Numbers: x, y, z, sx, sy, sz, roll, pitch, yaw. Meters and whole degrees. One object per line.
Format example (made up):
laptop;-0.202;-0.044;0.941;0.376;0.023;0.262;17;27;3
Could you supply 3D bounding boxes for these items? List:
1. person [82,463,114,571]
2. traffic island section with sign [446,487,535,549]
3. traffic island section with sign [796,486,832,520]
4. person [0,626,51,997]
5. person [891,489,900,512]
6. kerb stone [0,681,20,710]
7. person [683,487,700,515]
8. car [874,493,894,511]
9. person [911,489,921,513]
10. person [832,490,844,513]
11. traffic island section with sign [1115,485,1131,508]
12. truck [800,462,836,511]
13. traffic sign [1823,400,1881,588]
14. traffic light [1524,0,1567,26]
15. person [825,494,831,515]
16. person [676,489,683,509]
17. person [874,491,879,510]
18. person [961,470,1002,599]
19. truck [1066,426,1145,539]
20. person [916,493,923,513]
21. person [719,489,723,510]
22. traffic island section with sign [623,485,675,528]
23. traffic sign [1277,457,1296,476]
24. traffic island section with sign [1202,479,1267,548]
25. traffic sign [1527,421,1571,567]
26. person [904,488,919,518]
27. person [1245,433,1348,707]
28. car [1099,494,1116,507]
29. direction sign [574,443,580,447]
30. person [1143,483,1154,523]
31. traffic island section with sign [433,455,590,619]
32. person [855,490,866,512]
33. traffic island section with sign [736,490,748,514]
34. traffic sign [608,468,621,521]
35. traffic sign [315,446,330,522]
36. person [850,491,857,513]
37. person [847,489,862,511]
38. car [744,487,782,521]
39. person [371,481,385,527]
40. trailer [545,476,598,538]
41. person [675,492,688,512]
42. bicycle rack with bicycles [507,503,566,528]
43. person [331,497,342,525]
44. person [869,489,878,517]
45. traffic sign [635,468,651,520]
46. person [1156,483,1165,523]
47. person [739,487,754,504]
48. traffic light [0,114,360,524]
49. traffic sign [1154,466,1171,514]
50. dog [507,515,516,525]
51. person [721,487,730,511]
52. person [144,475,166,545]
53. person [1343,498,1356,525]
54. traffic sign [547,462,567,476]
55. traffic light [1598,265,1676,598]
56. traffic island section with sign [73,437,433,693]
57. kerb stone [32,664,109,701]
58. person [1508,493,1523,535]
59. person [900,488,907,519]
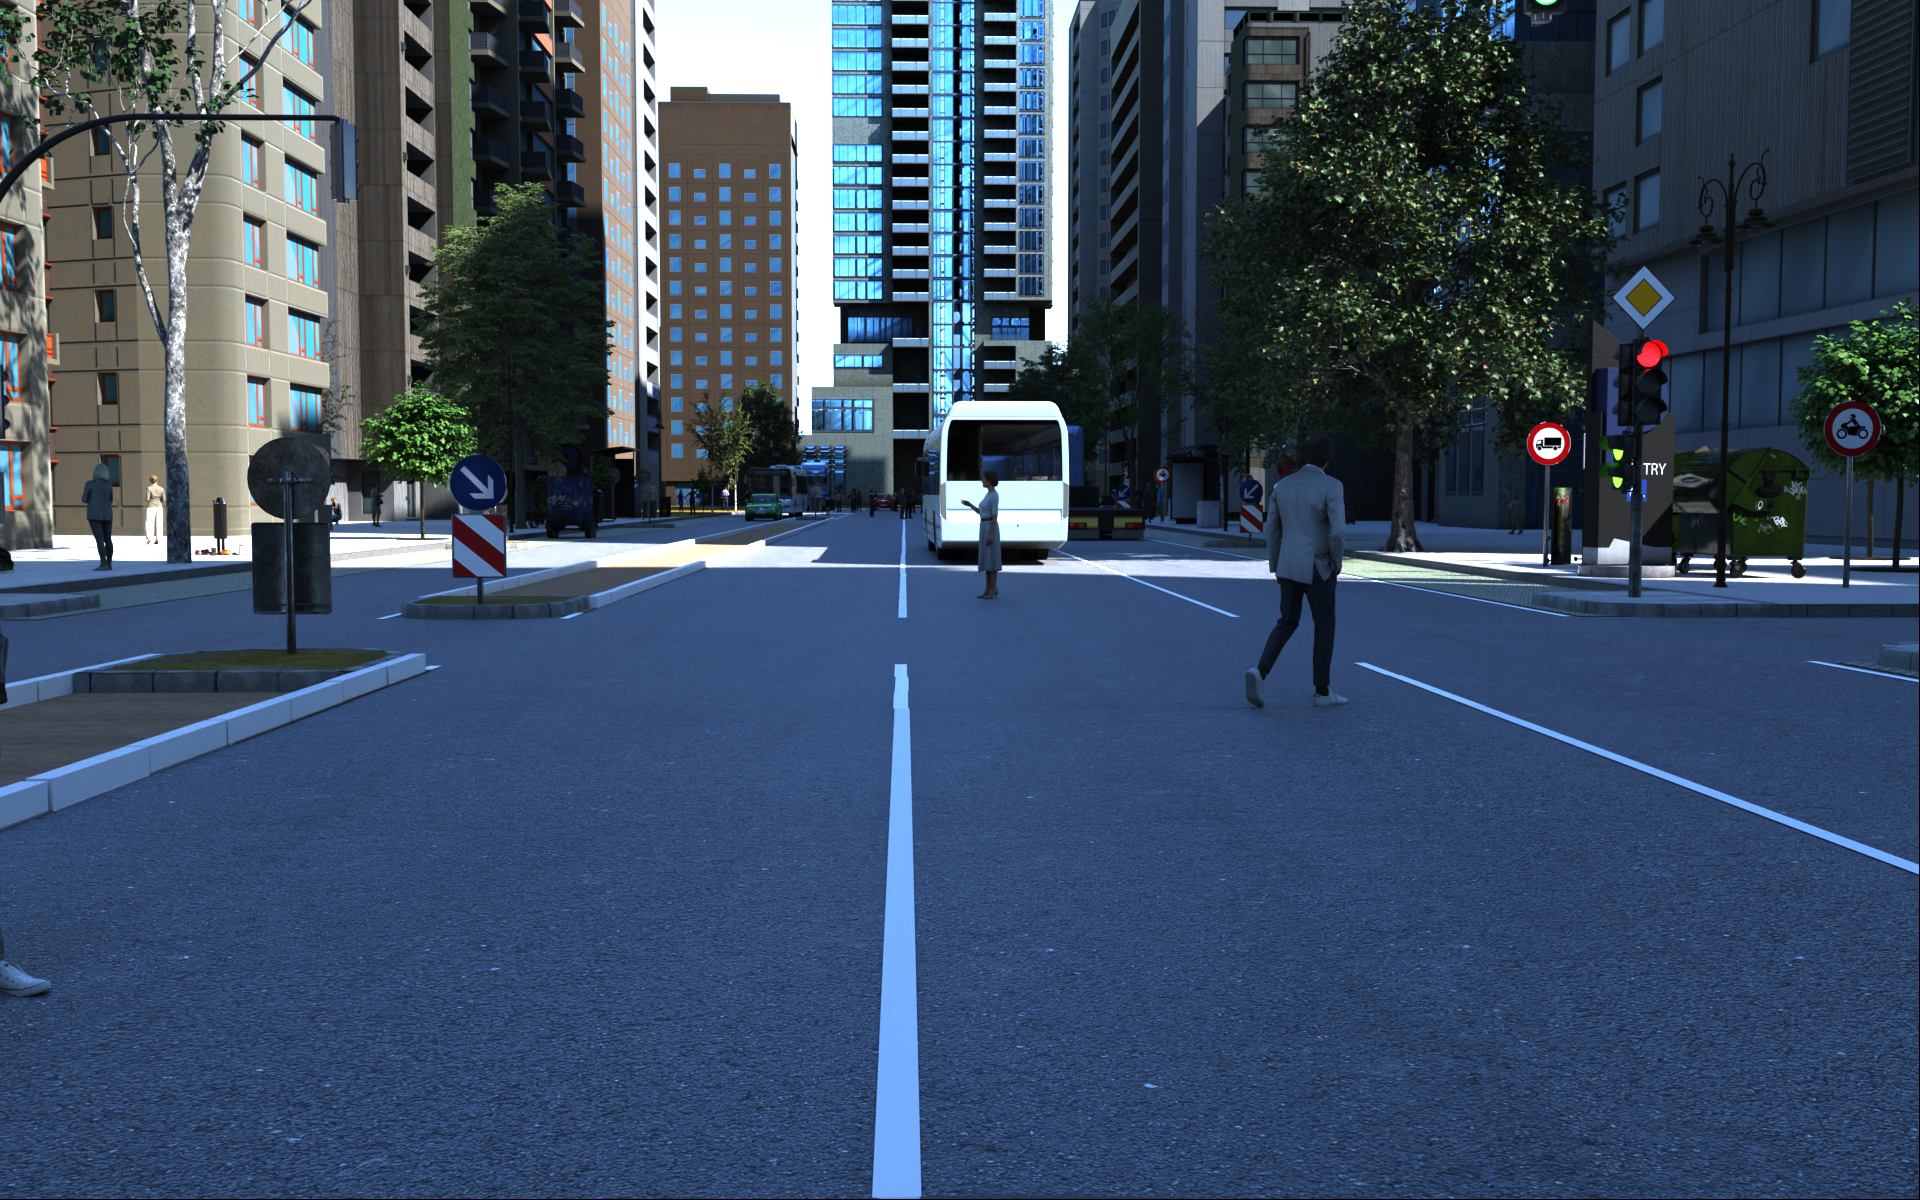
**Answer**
person;-14.476;-1.396;29.045;0.526;1.800;0.537;3;4;38
traffic island section with sign;-12.280;-2.255;45.505;1.989;1.847;2.006;0;4;-2
traffic island section with sign;-8.032;-5.365;95.858;2.006;1.907;1.989;0;4;-2
person;-2.914;0.379;4.906;0.523;1.515;0.503;2;4;33
person;-5.251;-8.170;142.071;0.705;1.826;1.348;-3;5;-44
kerb stone;-6.373;0.662;11.378;0.120;0.150;1.000;0;4;-2
person;-16.604;-6.142;107.182;1.217;1.735;0.721;-3;5;-43
car;-6.674;-8.694;151.182;2.155;1.783;4.494;0;4;-1
person;-3.536;-7.433;130.046;1.348;1.823;0.705;-2;4;-29
person;-9.367;-7.596;133.411;1.217;1.736;0.721;2;4;35
traffic island section with sign;6.744;-3.983;73.743;1.989;1.847;2.006;0;4;-2
truck;-12.494;-9.924;152.017;2.967;4.110;18.799;0;4;-2
traffic sign;12.127;-1.439;23.629;0.768;2.556;0.104;0;4;2
traffic light;6.543;-2.359;13.242;4.771;5.953;1.251;0;4;-2
person;-9.048;-6.536;118.603;0.421;1.427;0.697;0;4;-3
person;-23.852;-8.598;147.358;0.721;1.736;1.217;1;4;13
person;-7.507;-9.043;157.067;1.217;1.743;0.721;2;4;31
person;0.314;-0.898;23.752;0.524;1.755;0.480;-1;4;-17
truck;4.006;-4.450;62.520;2.967;4.110;18.799;0;4;-3
person;-2.812;-7.576;132.361;1.348;1.826;0.705;1;4;16
person;-19.036;-8.053;138.414;0.721;1.736;1.217;-2;4;-25
traffic island section with sign;-13.187;-3.972;73.571;1.989;1.847;2.006;0;4;-2
traffic sign;11.359;-3.662;59.988;0.768;2.556;0.104;0;4;7
traffic island section with sign;7.604;-2.335;46.802;1.989;1.847;2.006;0;4;-2
traffic sign;10.322;-1.857;30.461;0.768;2.556;0.104;0;4;0
person;-3.032;-5.729;102.301;1.348;1.807;0.705;2;4;30
person;2.296;-0.201;11.641;0.795;1.843;0.661;-3;5;-39
car;6.293;-4.282;79.800;2.009;1.686;4.222;0;4;-2
direction sign;-17.225;-5.254;77.897;0.379;3.537;0.876;0;4;3
person;8.448;-4.349;77.564;0.576;1.772;0.534;2;4;28
traffic island section with sign;-5.610;-0.772;20.758;2.006;1.907;1.989;0;4;-2
person;-8.056;-7.882;138.045;1.217;1.739;0.721;0;4;4
traffic island section with sign;-14.769;-6.980;122.747;1.989;1.847;2.006;0;4;-2
traffic sign;-16.713;-5.092;83.361;0.768;2.556;0.104;0;4;8
traffic sign;-17.044;-2.796;45.823;0.768;2.556;0.104;0;4;4
person;-8.131;-7.501;132.603;0.593;1.643;0.415;1;4;19
person;-8.885;-8.415;145.714;1.348;1.869;0.705;-1;4;-11
car;-10.525;-5.145;92.911;1.959;1.807;4.718;0;4;-2
person;-22.785;-3.760;67.875;0.532;1.782;0.716;-2;4;-32
trailer;-12.556;-2.956;55.378;1.471;1.999;3.904;0;4;-2
person;-19.670;-6.917;122.365;0.991;1.433;0.599;-2;4;-33
bicycle rack with bicycles;-16.159;-3.230;66.185;2.852;0.926;2.925;2;4;33
person;-26.193;-3.735;72.602;1.012;1.151;0.738;2;4;28
person;-5.444;-6.140;109.687;0.742;1.727;0.445;2;4;30
traffic sign;-15.580;-5.201;85.136;0.768;2.556;0.104;0;4;1
person;8.896;-4.300;76.691;0.444;1.785;0.601;0;4;4
person;-12.065;-5.587;99.803;1.348;1.831;0.705;0;4;-8
traffic light;-9.688;-2.826;20.873;4.771;5.953;1.251;0;4;-2
traffic sign;9.268;-4.839;79.220;0.768;2.556;0.104;0;4;5
dog;-18.785;-3.367;72.787;0.748;0.427;0.550;-1;4;-9
person;-17.755;-7.685;131.562;0.709;1.838;0.599;1;4;15
person;-20.474;-2.288;43.998;0.362;1.759;0.519;3;5;41
person;16.051;-4.040;72.315;1.509;1.804;0.699;-3;5;-43
traffic sign;-15.916;-4.178;68.421;0.768;2.556;0.104;0;4;3
traffic light;8.374;-1.988;21.431;0.839;4.253;0.868;0;4;-2
traffic island section with sign;-5.381;-0.319;13.355;2.006;1.907;1.989;0;4;-2
kerb stone;-6.405;0.599;12.399;0.120;0.150;1.000;0;4;-2
person;17.533;-2.714;54.685;0.475;1.303;0.640;-2;4;-35
person;-3.240;-5.513;99.190;0.434;1.755;0.990;1;4;9
